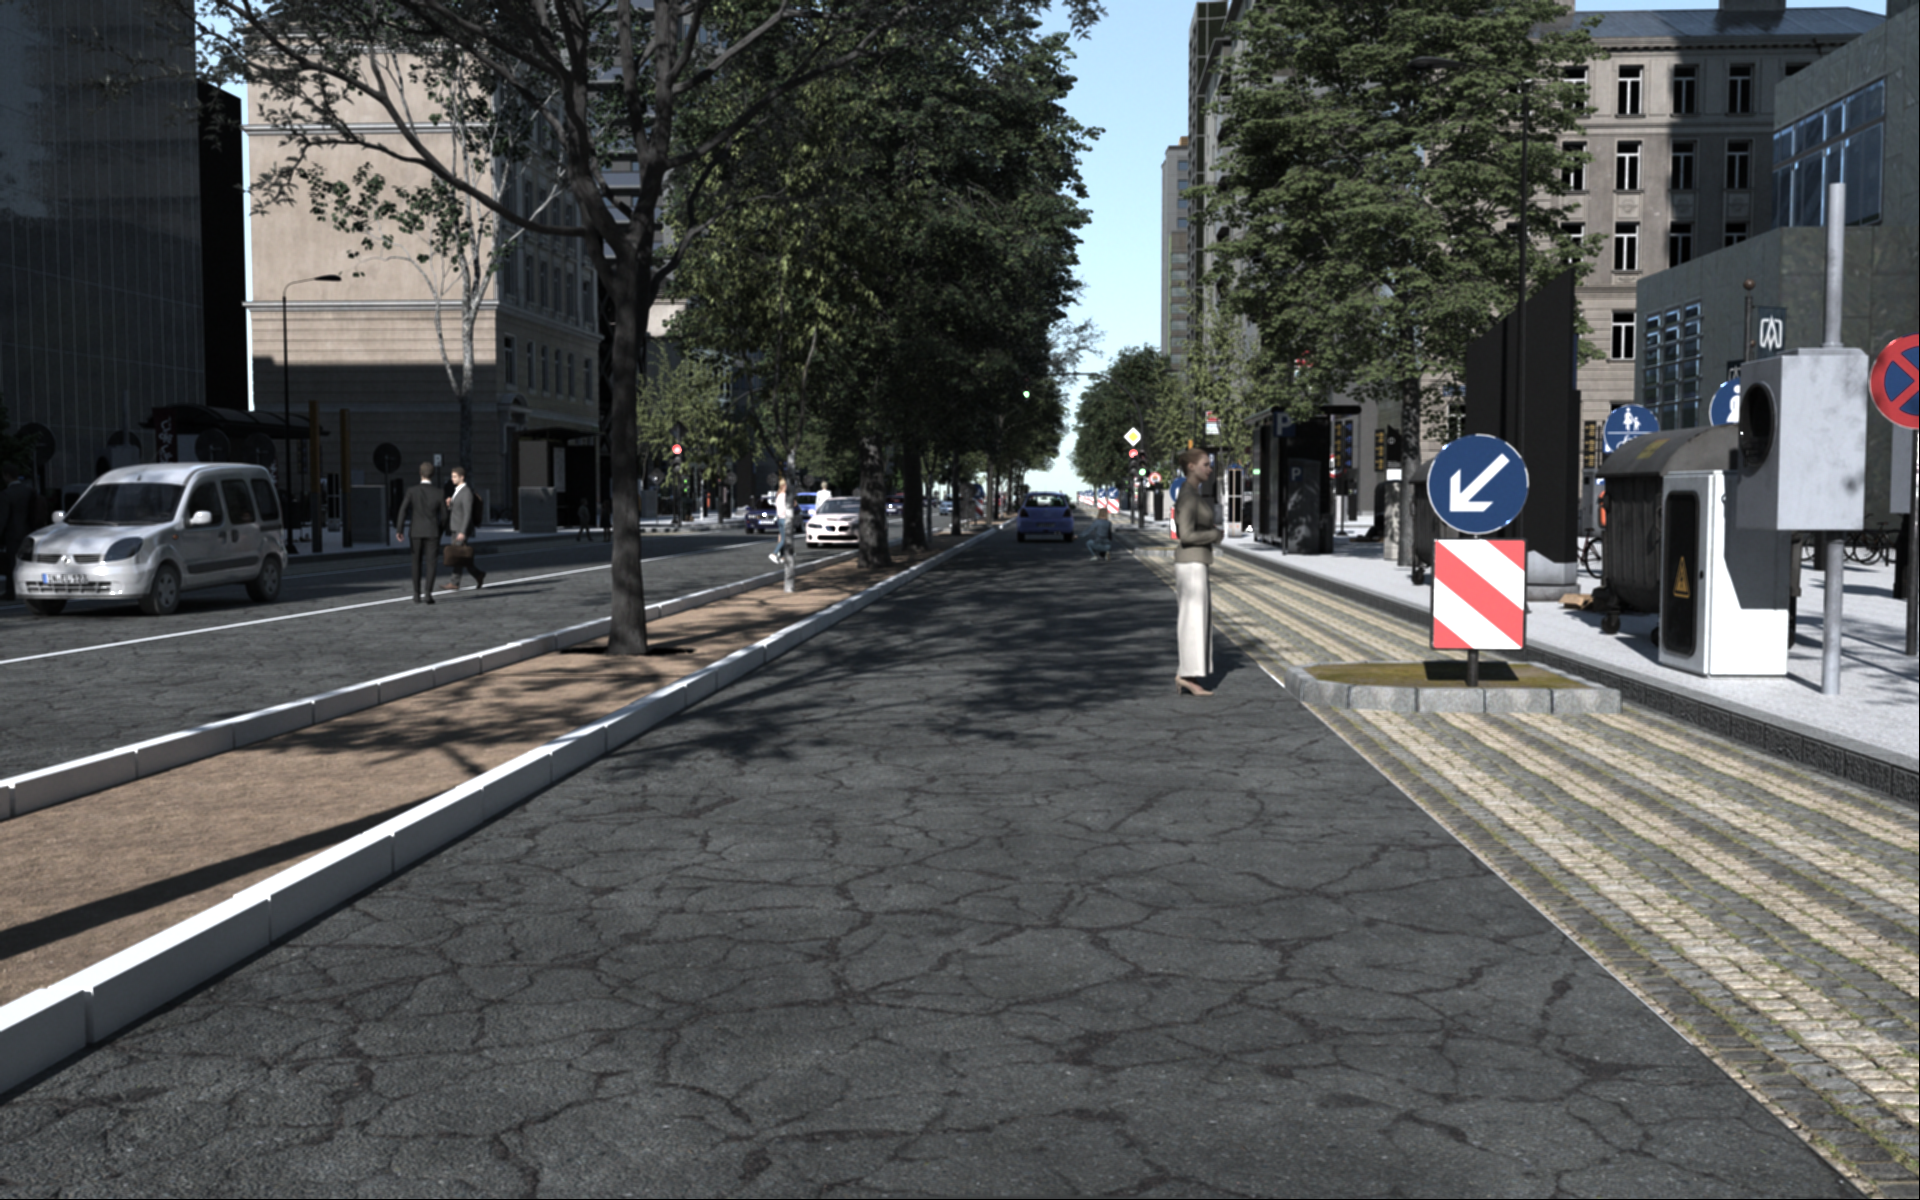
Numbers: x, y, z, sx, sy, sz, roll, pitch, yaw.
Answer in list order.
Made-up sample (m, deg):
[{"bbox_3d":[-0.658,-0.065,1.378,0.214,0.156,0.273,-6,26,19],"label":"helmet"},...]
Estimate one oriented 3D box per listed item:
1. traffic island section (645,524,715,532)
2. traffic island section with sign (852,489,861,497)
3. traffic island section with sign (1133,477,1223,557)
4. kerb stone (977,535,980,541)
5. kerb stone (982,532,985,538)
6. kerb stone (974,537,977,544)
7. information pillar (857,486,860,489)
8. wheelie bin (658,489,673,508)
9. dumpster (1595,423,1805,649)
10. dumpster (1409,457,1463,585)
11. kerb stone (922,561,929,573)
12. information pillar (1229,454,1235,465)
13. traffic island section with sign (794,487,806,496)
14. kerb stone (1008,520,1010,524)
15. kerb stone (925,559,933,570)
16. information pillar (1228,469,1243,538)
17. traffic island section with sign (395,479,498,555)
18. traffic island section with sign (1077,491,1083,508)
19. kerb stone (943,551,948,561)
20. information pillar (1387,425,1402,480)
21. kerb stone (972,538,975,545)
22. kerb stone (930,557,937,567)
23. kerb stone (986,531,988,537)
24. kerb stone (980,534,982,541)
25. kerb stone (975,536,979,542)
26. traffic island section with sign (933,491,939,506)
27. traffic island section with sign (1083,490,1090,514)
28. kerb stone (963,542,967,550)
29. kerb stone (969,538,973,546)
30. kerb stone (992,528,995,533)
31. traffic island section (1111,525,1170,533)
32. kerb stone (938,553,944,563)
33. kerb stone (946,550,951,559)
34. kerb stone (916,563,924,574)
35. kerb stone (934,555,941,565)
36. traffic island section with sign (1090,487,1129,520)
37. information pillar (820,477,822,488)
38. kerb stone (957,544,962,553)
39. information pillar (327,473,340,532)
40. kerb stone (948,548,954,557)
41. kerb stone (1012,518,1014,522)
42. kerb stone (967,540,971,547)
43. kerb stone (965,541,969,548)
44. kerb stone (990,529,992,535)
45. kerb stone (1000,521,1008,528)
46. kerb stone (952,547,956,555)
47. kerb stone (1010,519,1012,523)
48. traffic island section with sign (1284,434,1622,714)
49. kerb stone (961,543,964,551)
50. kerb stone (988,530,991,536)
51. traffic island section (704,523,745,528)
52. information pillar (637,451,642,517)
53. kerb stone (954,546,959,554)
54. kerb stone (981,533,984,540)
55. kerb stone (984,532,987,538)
[{"bbox_3d":[-10.728,-2.682,66.123,2.009,0.180,2.903,0,4,3],"label":"traffic island section"},{"bbox_3d":[-7.335,-7.018,123.364,1.989,1.847,2.006,0,4,3],"label":"traffic island section with sign"},{"bbox_3d":[5.049,-1.939,40.330,1.989,1.847,2.006,0,4,3],"label":"traffic island section with sign"},{"bbox_3d":[0.444,-1.759,51.057,0.120,0.150,1.000,0,4,3],"label":"kerb stone"},{"bbox_3d":[0.622,-1.953,54.121,0.120,0.150,1.000,0,4,3],"label":"kerb stone"},{"bbox_3d":[0.316,-1.640,49.007,0.120,0.150,1.000,0,4,3],"label":"kerb stone"},{"bbox_3d":[-8.522,-9.389,144.859,0.183,3.616,0.504,2,4,27],"label":"information pillar"},{"bbox_3d":[-18.072,-6.016,106.277,0.980,1.594,0.693,0,4,-4],"label":"wheelie bin"},{"bbox_3d":[6.407,-0.567,15.033,1.264,1.857,1.865,0,4,4],"label":"dumpster"},{"bbox_3d":[6.903,-1.088,23.553,1.264,1.857,1.865,0,4,3],"label":"dumpster"},{"bbox_3d":[-0.708,-0.576,31.613,0.120,0.150,1.000,0,4,3],"label":"kerb stone"},{"bbox_3d":[15.674,-6.643,99.968,0.504,3.616,0.183,-3,5,-39],"label":"information pillar"},{"bbox_3d":[-8.936,-5.372,96.456,1.989,1.847,2.006,0,4,3],"label":"traffic island section with sign"},{"bbox_3d":[2.065,-3.423,78.262,0.120,0.150,1.000,0,4,3],"label":"kerb stone"},{"bbox_3d":[-0.650,-0.639,32.638,0.120,0.150,1.000,0,4,3],"label":"kerb stone"},{"bbox_3d":[8.073,-2.835,50.839,0.304,2.012,0.304,-2,4,-26],"label":"information pillar"},{"bbox_3d":[-12.198,-2.008,41.467,1.989,1.847,2.006,0,4,3],"label":"traffic island section with sign"},{"bbox_3d":[12.895,-10.016,172.385,1.989,1.847,2.006,0,4,3],"label":"traffic island section with sign"},{"bbox_3d":[-0.405,-0.890,36.742,0.120,0.150,1.000,0,4,3],"label":"kerb stone"},{"bbox_3d":[14.474,-4.065,57.816,0.504,3.616,0.183,1,4,15],"label":"information pillar"},{"bbox_3d":[0.263,-1.571,47.986,0.120,0.150,1.000,0,4,3],"label":"kerb stone"},{"bbox_3d":[-0.596,-0.701,33.658,0.120,0.150,1.000,0,4,3],"label":"kerb stone"},{"bbox_3d":[0.746,-2.076,56.162,0.120,0.150,1.000,0,4,3],"label":"kerb stone"},{"bbox_3d":[0.505,-1.828,52.077,0.120,0.150,1.000,0,4,3],"label":"kerb stone"},{"bbox_3d":[0.388,-1.703,50.036,0.120,0.150,1.000,0,4,3],"label":"kerb stone"},{"bbox_3d":[-2.713,-11.759,200.887,1.989,1.847,2.006,0,4,3],"label":"traffic island section with sign"},{"bbox_3d":[9.938,-6.985,122.836,1.989,1.847,2.006,0,4,3],"label":"traffic island section with sign"},{"bbox_3d":[0.019,-1.327,43.896,0.120,0.150,1.000,0,4,3],"label":"kerb stone"},{"bbox_3d":[0.206,-1.515,46.965,0.120,0.150,1.000,0,4,3],"label":"kerb stone"},{"bbox_3d":[1.054,-2.391,61.285,0.120,0.150,1.000,0,4,3],"label":"kerb stone"},{"bbox_3d":[6.832,-2.618,65.077,2.009,0.180,2.903,0,4,3],"label":"traffic island section"},{"bbox_3d":[-0.473,-0.827,35.712,0.120,0.150,1.000,0,4,3],"label":"kerb stone"},{"bbox_3d":[-0.339,-0.952,37.762,0.120,0.150,1.000,0,4,3],"label":"kerb stone"},{"bbox_3d":[-0.780,-0.514,30.591,0.120,0.150,1.000,0,4,3],"label":"kerb stone"},{"bbox_3d":[-0.526,-0.764,34.686,0.120,0.150,1.000,0,4,3],"label":"kerb stone"},{"bbox_3d":[8.330,-5.327,95.720,1.989,1.847,2.006,0,4,3],"label":"traffic island section with sign"},{"bbox_3d":[-10.988,-8.938,137.495,0.183,3.616,0.504,-1,4,-15],"label":"information pillar"},{"bbox_3d":[-0.102,-1.202,41.855,0.120,0.150,1.000,0,4,3],"label":"kerb stone"},{"bbox_3d":[-21.442,-3.350,59.269,0.304,2.012,0.304,1,4,14],"label":"information pillar"},{"bbox_3d":[-0.289,-1.011,38.788,0.120,0.150,1.000,0,4,3],"label":"kerb stone"},{"bbox_3d":[2.428,-3.804,84.395,0.120,0.150,1.000,0,4,3],"label":"kerb stone"},{"bbox_3d":[0.141,-1.448,45.938,0.120,0.150,1.000,0,4,3],"label":"kerb stone"},{"bbox_3d":[0.076,-1.390,44.916,0.120,0.150,1.000,0,4,3],"label":"kerb stone"},{"bbox_3d":[0.926,-2.261,59.234,0.120,0.150,1.000,0,4,3],"label":"kerb stone"},{"bbox_3d":[1.941,-3.304,76.219,0.120,0.150,1.000,0,4,3],"label":"kerb stone"},{"bbox_3d":[-0.231,-1.077,39.810,0.120,0.150,1.000,0,4,3],"label":"kerb stone"},{"bbox_3d":[2.242,-3.614,81.326,0.120,0.150,1.000,0,4,3],"label":"kerb stone"},{"bbox_3d":[3.356,-0.219,12.215,1.989,1.847,2.006,0,4,3],"label":"traffic island section with sign"},{"bbox_3d":[-0.045,-1.265,42.875,0.120,0.150,1.000,0,4,3],"label":"kerb stone"},{"bbox_3d":[0.864,-2.202,58.207,0.120,0.150,1.000,0,4,3],"label":"kerb stone"},{"bbox_3d":[-10.253,-3.169,74.094,2.009,0.180,2.903,0,4,3],"label":"traffic island section"},{"bbox_3d":[-17.604,-6.344,95.077,0.183,3.616,0.504,1,4,11],"label":"information pillar"},{"bbox_3d":[-0.164,-1.134,40.834,0.120,0.150,1.000,0,4,3],"label":"kerb stone"},{"bbox_3d":[0.573,-1.890,53.097,0.120,0.150,1.000,0,4,3],"label":"kerb stone"},{"bbox_3d":[0.692,-2.015,55.141,0.120,0.150,1.000,0,4,3],"label":"kerb stone"}]
